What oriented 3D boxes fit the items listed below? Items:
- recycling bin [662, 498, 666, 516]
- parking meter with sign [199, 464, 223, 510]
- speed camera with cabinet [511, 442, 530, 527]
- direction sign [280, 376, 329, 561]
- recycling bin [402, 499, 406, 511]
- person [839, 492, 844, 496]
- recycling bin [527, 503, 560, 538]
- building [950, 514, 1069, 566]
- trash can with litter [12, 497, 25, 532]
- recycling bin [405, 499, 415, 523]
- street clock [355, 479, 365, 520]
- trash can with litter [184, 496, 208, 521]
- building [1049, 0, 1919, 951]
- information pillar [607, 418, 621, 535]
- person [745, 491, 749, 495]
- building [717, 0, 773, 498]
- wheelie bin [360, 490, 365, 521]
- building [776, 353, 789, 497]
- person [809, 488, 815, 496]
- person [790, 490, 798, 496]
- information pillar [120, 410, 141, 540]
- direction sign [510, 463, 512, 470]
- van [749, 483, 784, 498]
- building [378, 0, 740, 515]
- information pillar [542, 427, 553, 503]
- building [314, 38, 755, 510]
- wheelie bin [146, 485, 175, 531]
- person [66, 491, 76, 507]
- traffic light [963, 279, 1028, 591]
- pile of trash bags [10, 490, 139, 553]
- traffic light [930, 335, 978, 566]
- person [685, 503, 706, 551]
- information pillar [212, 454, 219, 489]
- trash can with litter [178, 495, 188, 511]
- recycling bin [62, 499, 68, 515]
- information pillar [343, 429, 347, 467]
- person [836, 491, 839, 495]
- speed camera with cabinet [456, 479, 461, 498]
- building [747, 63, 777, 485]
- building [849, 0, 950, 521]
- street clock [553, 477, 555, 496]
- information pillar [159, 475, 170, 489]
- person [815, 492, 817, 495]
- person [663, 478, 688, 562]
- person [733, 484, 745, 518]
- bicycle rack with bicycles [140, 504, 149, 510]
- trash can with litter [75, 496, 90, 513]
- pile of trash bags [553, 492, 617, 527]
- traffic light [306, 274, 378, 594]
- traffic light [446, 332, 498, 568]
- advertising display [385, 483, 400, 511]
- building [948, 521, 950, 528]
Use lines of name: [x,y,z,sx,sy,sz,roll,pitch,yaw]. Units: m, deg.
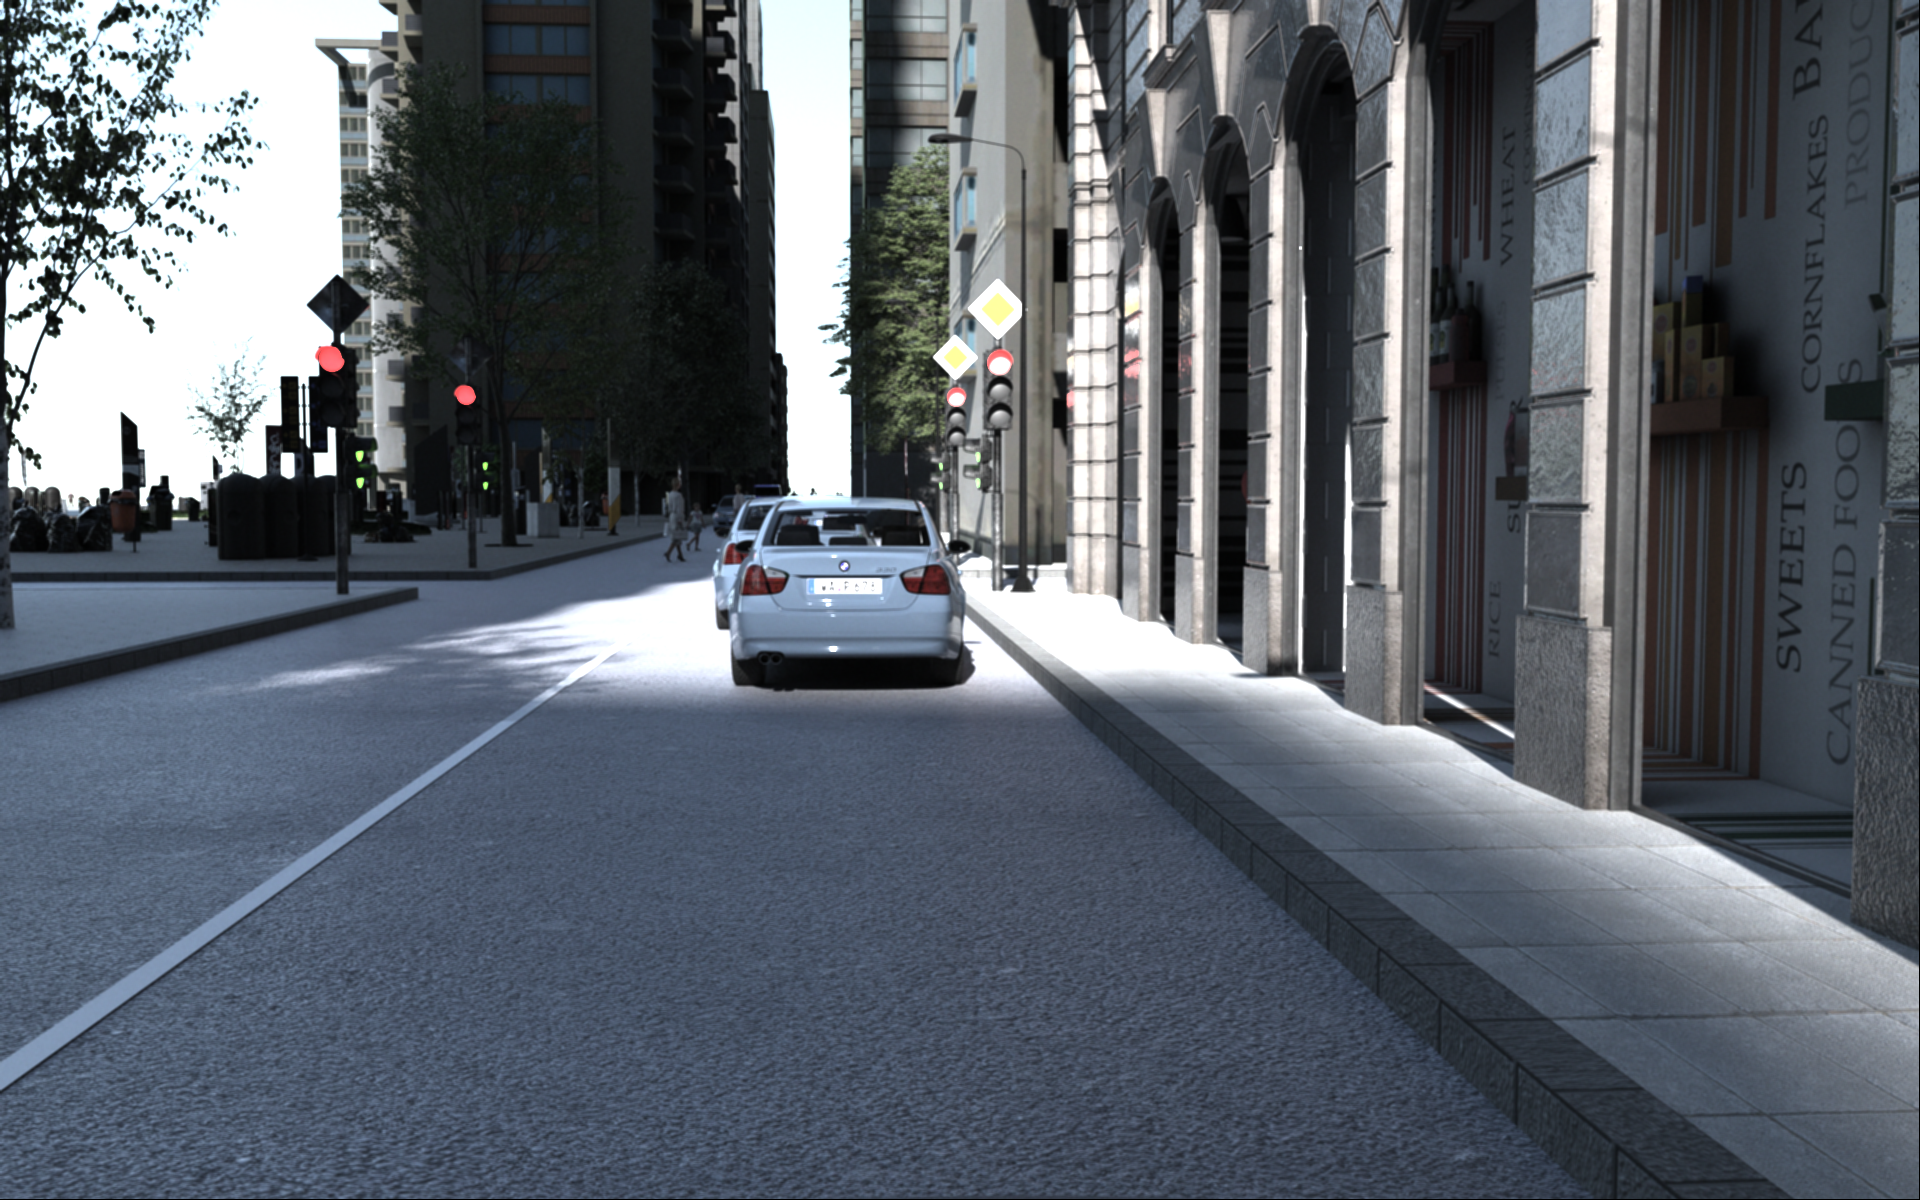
recycling bin: [-17.207,-5.528,102.942,0.722,1.027,0.722,1,4,19]
parking meter with sign: [-43.773,-6.385,100.658,1.738,3.016,0.543,0,4,6]
speed camera with cabinet: [-17.019,-4.399,66.263,0.660,3.252,2.038,0,4,1]
direction sign: [-12.543,-2.520,33.192,0.876,3.537,0.379,0,4,-2]
recycling bin: [-30.847,-5.099,95.927,0.722,1.027,0.722,-1,4,-8]
person: [-15.516,-13.323,226.863,0.617,1.759,0.750,1,4,9]
recycling bin: [-12.318,-2.362,51.180,0.722,1.027,0.722,-3,5,-42]
building: [10.508,-25.519,40.943,21.600,48.544,21.300,0,4,-4]
trash can with litter: [-23.373,-1.981,43.450,1.678,1.210,2.233,-1,4,-11]
recycling bin: [-21.630,-3.468,69.258,0.722,1.027,0.722,0,4,-8]
street clock: [-23.875,-3.930,68.820,0.471,2.002,0.358,3,4,37]
trash can with litter: [-35.907,-4.291,81.551,0.624,1.170,1.055,2,4,33]
building: [8.075,-10.349,11.012,13.314,21.916,24.055,0,4,-4]
information pillar: [-10.769,-3.824,53.881,0.183,3.616,0.504,2,4,28]
person: [-12.791,-5.718,103.803,0.330,1.601,0.589,0,3,0]
building: [-36.267,-49.544,248.302,20.563,71.187,20.611,0,4,-4]
wheelie bin: [-27.466,-4.332,78.732,0.693,1.594,0.980,-3,5,-44]
building: [-36.584,-23.241,225.022,27.650,21.520,28.899,0,4,-4]
person: [-8.424,-5.483,98.418,0.850,1.792,0.678,0,4,3]
person: [-14.682,-8.865,153.426,1.348,1.826,0.705,1,4,13]
information pillar: [-23.379,-3.512,48.777,0.183,3.616,0.504,3,4,36]
direction sign: [-23.531,-6.018,90.383,0.379,3.537,0.876,-2,4,-30]
van: [-12.435,-6.563,111.693,2.240,2.365,5.245,0,4,-5]
building: [-26.674,-28.344,118.052,22.147,44.769,28.867,0,4,-4]
information pillar: [-14.434,-4.235,60.590,0.504,3.616,0.183,3,5,42]
building: [-33.638,-27.661,144.139,32.217,40.220,23.993,0,4,-4]
wheelie bin: [-28.154,-3.253,61.091,0.693,1.594,0.980,3,5,41]
person: [-92.848,-10.509,180.874,0.990,1.755,0.434,0,4,-4]
traffic light: [0.473,-2.069,22.757,0.839,4.253,0.868,0,4,-4]
pile of trash bags: [-19.563,-1.760,38.526,3.447,1.369,1.912,2,4,25]
traffic light: [-0.103,-2.557,30.721,0.839,4.253,0.868,0,4,-4]
person: [-6.674,-1.854,43.821,0.382,1.210,0.505,3,4,39]
information pillar: [-43.672,-6.745,101.640,0.183,3.616,0.504,1,4,14]
trash can with litter: [-43.536,-5.214,96.307,2.233,1.210,1.678,0,3,0]
recycling bin: [-50.488,-5.171,97.098,0.722,1.027,0.722,-1,4,-18]
information pillar: [-21.969,-4.295,61.573,0.183,3.616,0.504,1,4,17]
person: [-17.588,-14.690,248.309,1.348,1.869,0.705,-3,5,-43]
speed camera with cabinet: [-30.493,-6.681,103.565,2.038,3.252,0.660,-1,4,-15]
building: [-32.164,-35.169,198.721,21.300,48.544,21.600,0,4,-4]
building: [0.716,-25.385,98.642,14.154,41.232,14.086,0,4,-4]
street clock: [-17.419,-4.228,73.690,0.358,2.002,0.471,1,4,8]
information pillar: [-30.669,-3.810,66.790,0.304,2.012,0.304,-3,4,-39]
person: [-17.567,-12.456,212.879,0.721,1.743,1.217,1,4,18]
person: [-6.053,-1.702,36.677,0.624,1.780,0.694,-2,4,-30]
person: [-6.665,-2.712,53.505,0.598,1.740,0.731,1,4,11]
bicycle rack with bicycles: [-43.795,-4.893,93.378,2.925,0.926,2.852,1,4,9]
trash can with litter: [-47.102,-5.017,93.420,0.624,1.170,1.055,1,4,16]
pile of trash bags: [-14.774,-3.575,68.212,3.447,1.369,1.912,2,4,35]
traffic light: [-7.916,-2.032,22.136,0.839,4.253,0.868,0,4,-4]
traffic light: [-8.492,-2.519,30.101,0.839,4.253,0.868,0,4,-4]
advertising display: [-33.522,-5.942,102.360,0.974,1.923,0.123,1,4,17]
building: [2.934,-23.751,71.928,14.154,41.232,14.086,0,4,-4]
